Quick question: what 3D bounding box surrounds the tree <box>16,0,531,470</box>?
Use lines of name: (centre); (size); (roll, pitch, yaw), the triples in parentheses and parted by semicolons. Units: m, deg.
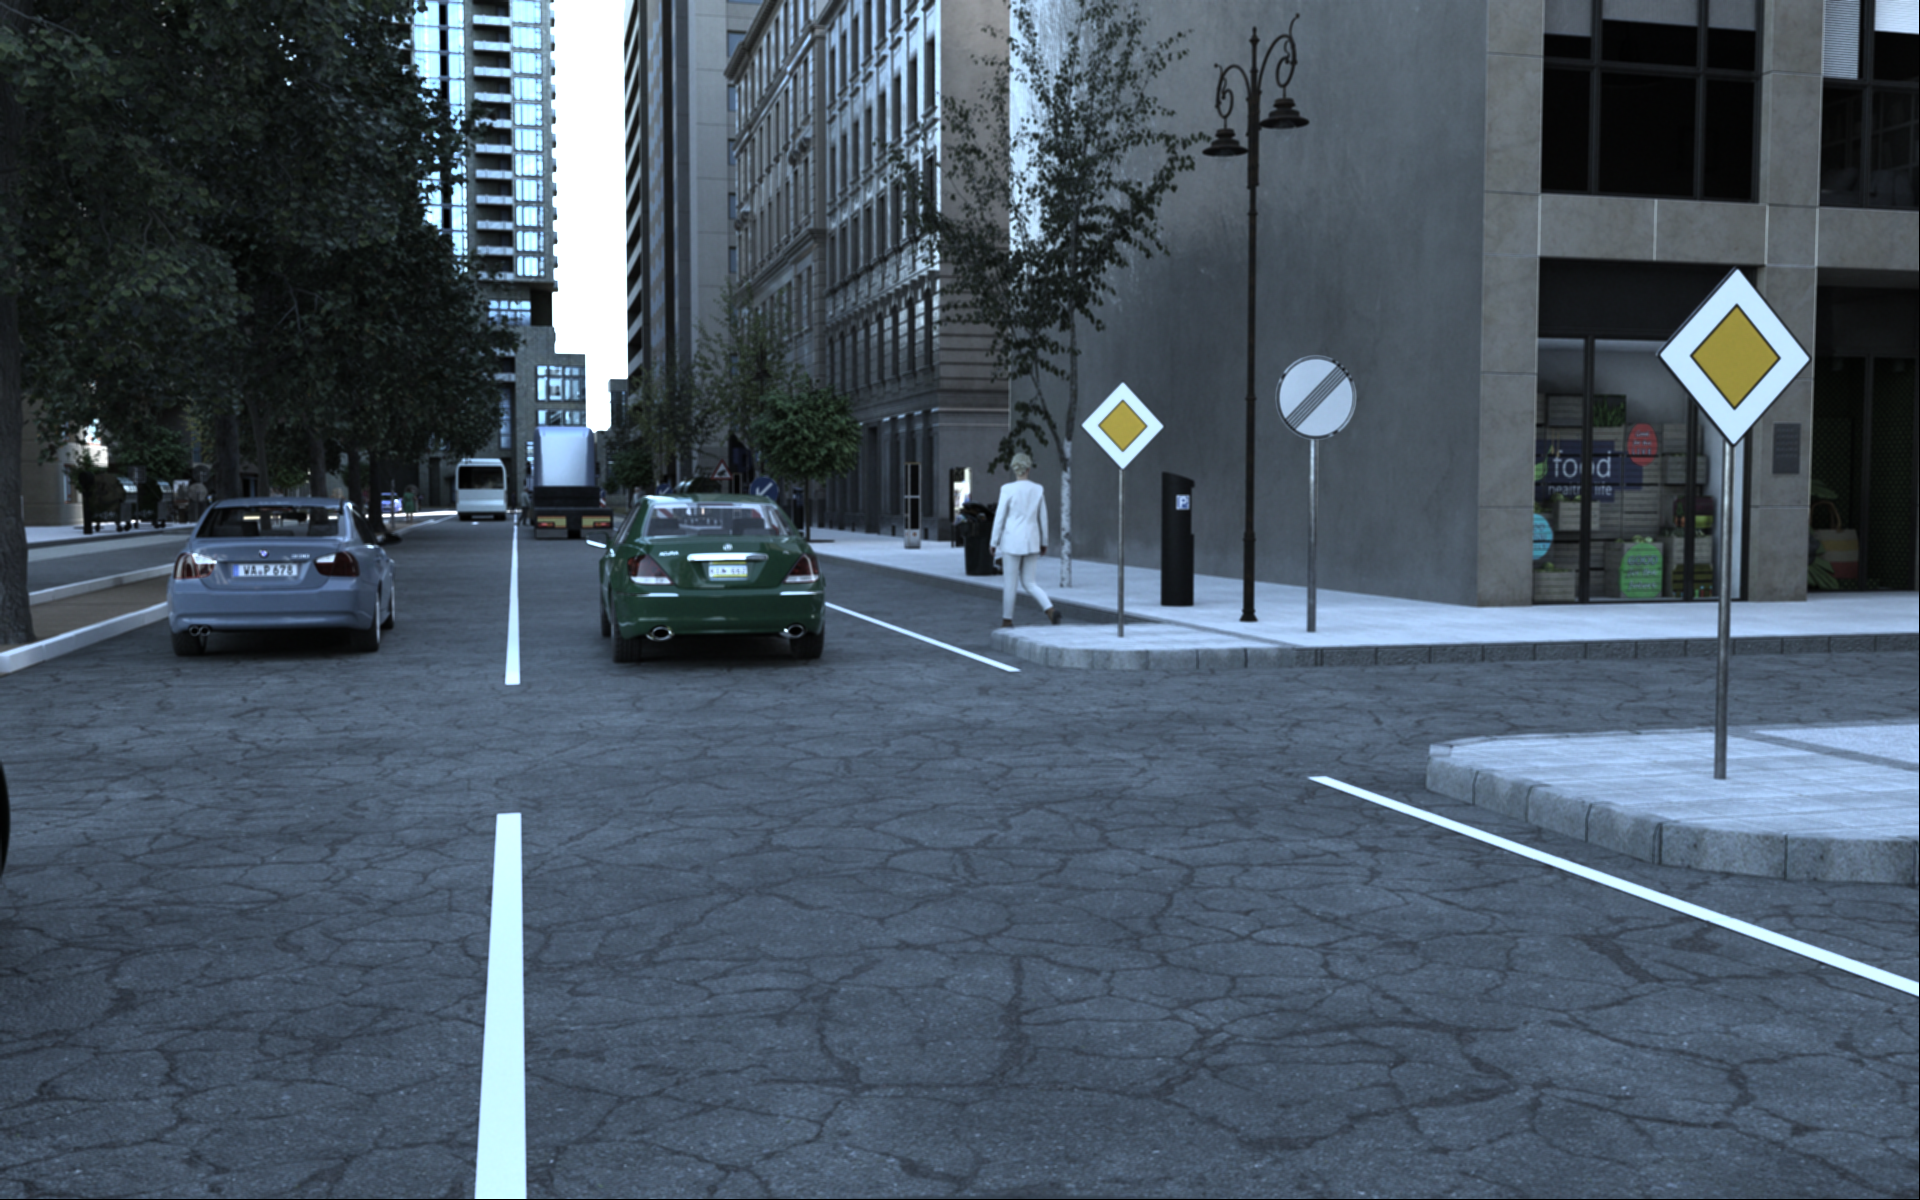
tree: (-11.893, -6.630, 27.870); (9.611, 12.733, 9.660); (0, 3, 0)

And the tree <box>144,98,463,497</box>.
tree: (-14.524, -6.077, 36.232); (8.767, 10.594, 7.601); (-1, 4, -14)

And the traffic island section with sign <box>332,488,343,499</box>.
traffic island section with sign: (-39.533, -6.208, 110.135); (1.989, 1.847, 2.006); (-1, 4, -14)

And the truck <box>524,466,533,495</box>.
truck: (-37.234, -10.023, 153.637); (2.967, 4.110, 18.799); (-1, 4, -14)

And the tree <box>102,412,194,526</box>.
tree: (-32.750, -5.275, 69.965); (4.285, 4.588, 4.351); (0, 3, 0)

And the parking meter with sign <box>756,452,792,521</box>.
parking meter with sign: (-7.057, -4.268, 66.049); (0.543, 3.016, 1.738); (2, 4, 28)

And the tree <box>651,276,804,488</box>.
tree: (-6.906, -6.564, 57.687); (4.737, 8.622, 4.395); (0, 3, 0)

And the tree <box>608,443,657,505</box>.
tree: (-20.815, -7.768, 110.727); (4.285, 4.588, 4.351); (0, 3, 0)

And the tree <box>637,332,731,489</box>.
tree: (-12.372, -7.824, 78.292); (4.360, 8.622, 3.978); (0, 3, 0)

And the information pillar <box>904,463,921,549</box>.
information pillar: (-1.120, -2.214, 40.688); (0.304, 2.012, 0.304); (-2, 4, -23)

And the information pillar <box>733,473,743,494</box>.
information pillar: (-7.819, -3.457, 61.019); (0.304, 2.012, 0.304); (0, 4, 6)

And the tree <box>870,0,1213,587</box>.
tree: (1.228, -4.484, 23.675); (4.360, 8.622, 3.978); (0, 3, 0)

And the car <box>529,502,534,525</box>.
car: (-19.086, -4.209, 80.617); (2.131, 1.459, 4.920); (-1, 4, -14)

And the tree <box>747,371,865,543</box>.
tree: (-4.089, -3.838, 46.473); (4.285, 4.588, 4.351); (0, 3, 0)

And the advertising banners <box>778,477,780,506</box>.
advertising banners: (-5.647, -3.530, 53.899); (0.090, 3.025, 2.074); (0, 4, -5)

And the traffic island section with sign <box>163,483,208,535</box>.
traffic island section with sign: (-27.079, -3.234, 61.498); (1.989, 1.847, 2.006); (-1, 4, -14)

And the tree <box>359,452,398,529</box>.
tree: (-23.431, -7.247, 71.302); (4.360, 8.622, 3.978); (0, 3, 0)

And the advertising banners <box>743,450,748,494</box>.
advertising banners: (-8.495, -4.434, 68.686); (0.090, 3.025, 2.074); (0, 4, -1)

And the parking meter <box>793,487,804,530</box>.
parking meter: (-5.844, -3.315, 62.604); (0.372, 1.533, 0.369); (0, 3, 0)

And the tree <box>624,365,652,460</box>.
tree: (-16.192, -8.776, 93.847); (4.737, 8.622, 4.395); (0, 3, 0)

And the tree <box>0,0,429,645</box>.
tree: (-9.302, -6.556, 16.295); (9.857, 13.997, 8.962); (0, 3, 0)

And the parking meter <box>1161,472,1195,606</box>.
parking meter: (2.502, -0.703, 19.908); (0.372, 1.533, 0.369); (0, 3, 0)

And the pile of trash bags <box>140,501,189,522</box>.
pile of trash bags: (-36.972, -4.244, 79.141); (3.447, 1.369, 1.912); (1, 4, 10)

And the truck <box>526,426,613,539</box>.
truck: (-14.380, -4.508, 63.457); (2.967, 4.110, 18.799); (-1, 4, -14)

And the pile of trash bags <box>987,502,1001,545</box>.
pile of trash bags: (1.615, -2.139, 44.731); (1.912, 1.369, 3.447); (1, 4, 17)

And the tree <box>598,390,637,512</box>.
tree: (-23.526, -10.520, 122.371); (4.360, 8.622, 3.978); (0, 3, 0)

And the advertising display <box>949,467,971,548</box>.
advertising display: (0.010, -2.245, 41.927); (0.123, 1.923, 0.974); (2, 4, 26)

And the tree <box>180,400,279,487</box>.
tree: (-37.321, -8.417, 87.980); (4.737, 8.622, 4.395); (0, 3, 0)

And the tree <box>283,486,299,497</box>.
tree: (-43.482, -9.952, 113.075); (4.737, 8.622, 4.395); (0, 3, 0)

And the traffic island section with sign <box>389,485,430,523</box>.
traffic island section with sign: (-27.101, -4.730, 85.477); (2.006, 1.907, 1.989); (-1, 4, -14)

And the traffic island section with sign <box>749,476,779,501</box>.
traffic island section with sign: (-4.665, -1.884, 39.426); (1.989, 1.847, 2.006); (-1, 4, -14)

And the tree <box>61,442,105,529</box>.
tree: (-32.402, -4.268, 64.383); (1.663, 3.219, 1.824); (0, 3, 0)

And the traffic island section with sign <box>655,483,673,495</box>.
traffic island section with sign: (-11.352, -3.481, 65.541); (1.989, 1.847, 2.006); (-1, 4, -14)

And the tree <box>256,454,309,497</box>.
tree: (-41.052, -7.450, 105.525); (4.285, 4.588, 4.351); (0, 3, 0)

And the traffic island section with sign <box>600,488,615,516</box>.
traffic island section with sign: (-23.866, -6.465, 114.330); (1.989, 1.847, 2.006); (-1, 4, -14)

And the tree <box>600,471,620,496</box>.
tree: (-29.559, -9.333, 147.199); (1.663, 3.219, 1.824); (0, 3, 0)

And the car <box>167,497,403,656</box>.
car: (-6.471, -0.292, 16.776); (2.014, 1.417, 4.499); (-1, 4, -15)

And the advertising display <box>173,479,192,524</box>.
advertising display: (-33.878, -4.296, 75.461); (0.974, 1.923, 0.123); (1, 4, 22)

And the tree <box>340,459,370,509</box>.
tree: (-52.368, -10.226, 150.915); (4.285, 4.588, 4.351); (0, 3, 0)

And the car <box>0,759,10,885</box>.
car: (-3.465, 0.372, 3.703); (2.009, 1.686, 4.222); (-1, 4, -13)
